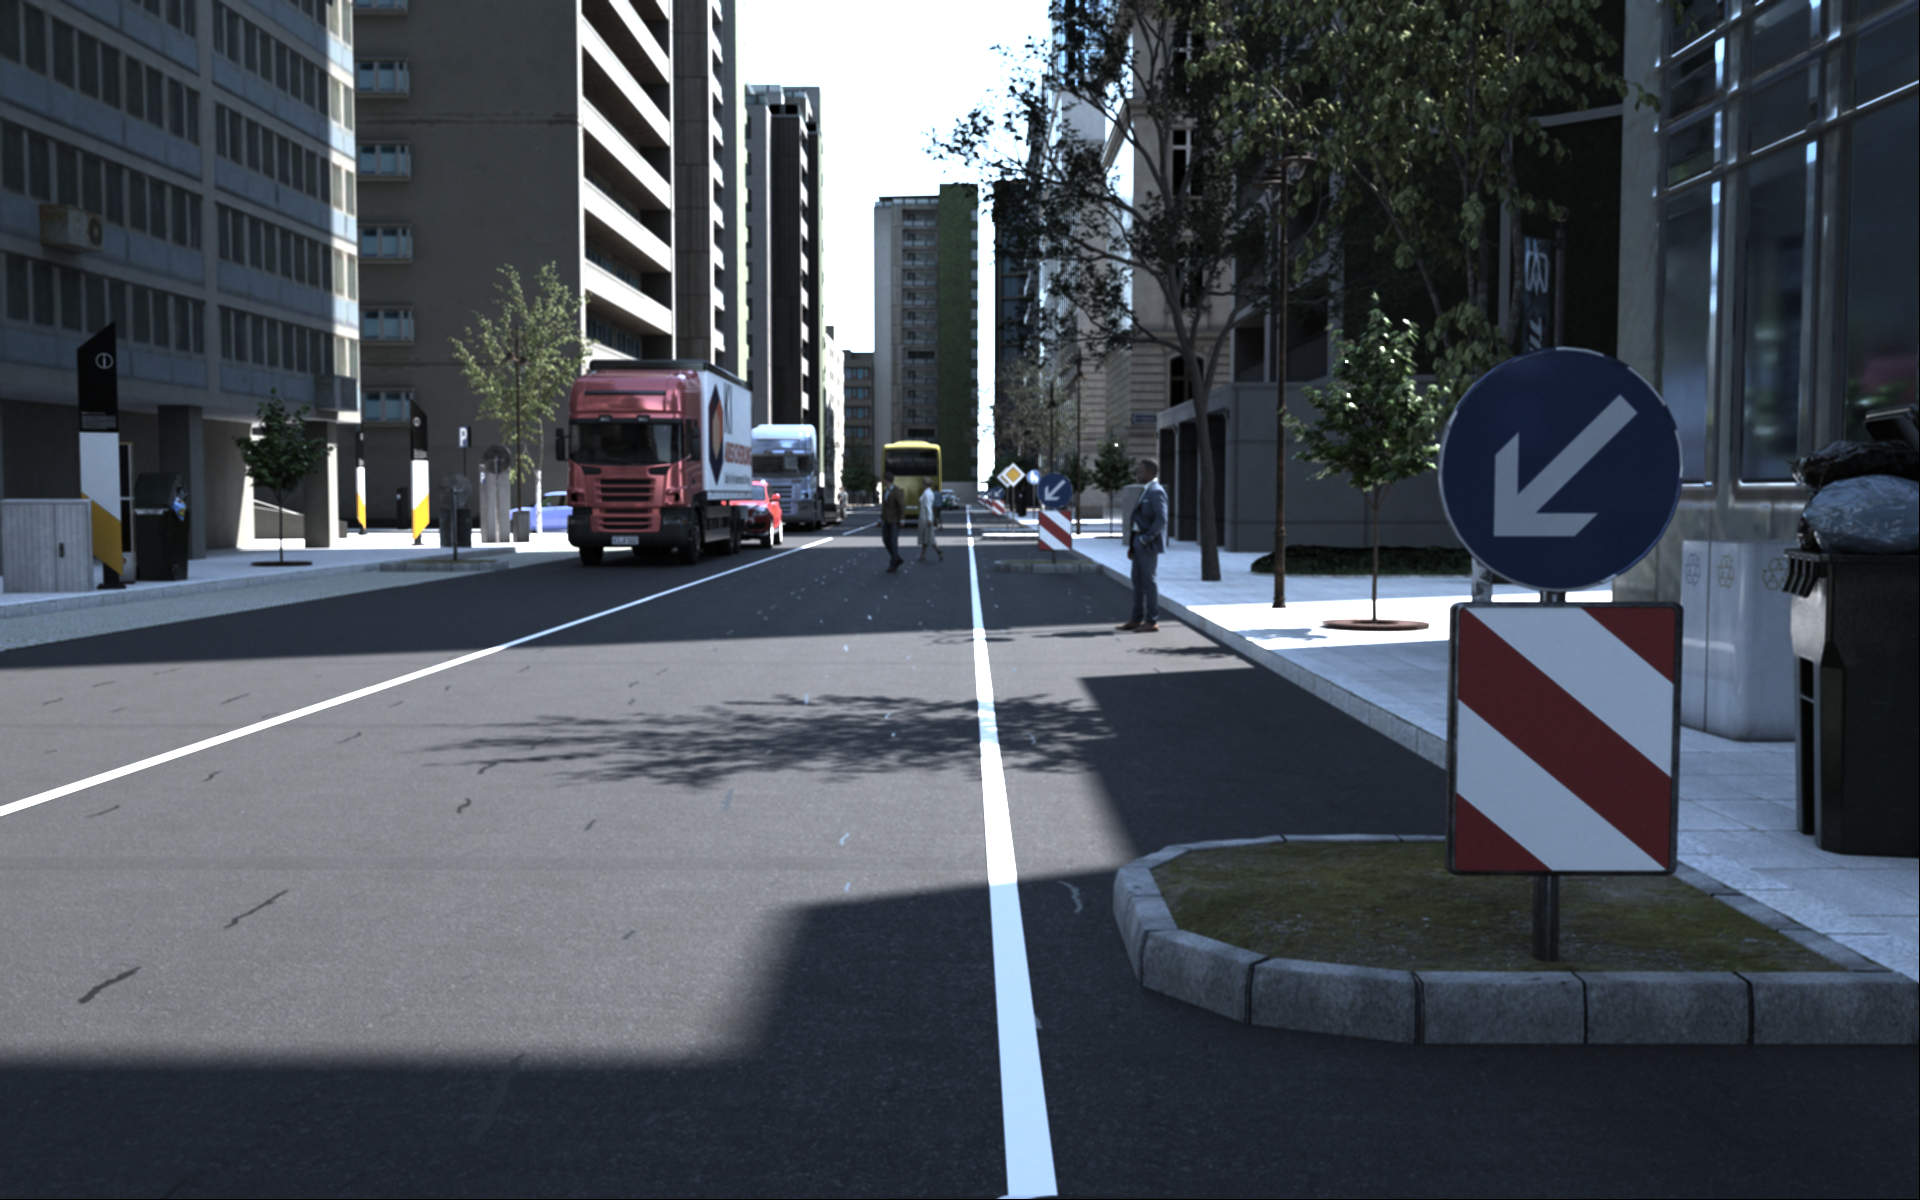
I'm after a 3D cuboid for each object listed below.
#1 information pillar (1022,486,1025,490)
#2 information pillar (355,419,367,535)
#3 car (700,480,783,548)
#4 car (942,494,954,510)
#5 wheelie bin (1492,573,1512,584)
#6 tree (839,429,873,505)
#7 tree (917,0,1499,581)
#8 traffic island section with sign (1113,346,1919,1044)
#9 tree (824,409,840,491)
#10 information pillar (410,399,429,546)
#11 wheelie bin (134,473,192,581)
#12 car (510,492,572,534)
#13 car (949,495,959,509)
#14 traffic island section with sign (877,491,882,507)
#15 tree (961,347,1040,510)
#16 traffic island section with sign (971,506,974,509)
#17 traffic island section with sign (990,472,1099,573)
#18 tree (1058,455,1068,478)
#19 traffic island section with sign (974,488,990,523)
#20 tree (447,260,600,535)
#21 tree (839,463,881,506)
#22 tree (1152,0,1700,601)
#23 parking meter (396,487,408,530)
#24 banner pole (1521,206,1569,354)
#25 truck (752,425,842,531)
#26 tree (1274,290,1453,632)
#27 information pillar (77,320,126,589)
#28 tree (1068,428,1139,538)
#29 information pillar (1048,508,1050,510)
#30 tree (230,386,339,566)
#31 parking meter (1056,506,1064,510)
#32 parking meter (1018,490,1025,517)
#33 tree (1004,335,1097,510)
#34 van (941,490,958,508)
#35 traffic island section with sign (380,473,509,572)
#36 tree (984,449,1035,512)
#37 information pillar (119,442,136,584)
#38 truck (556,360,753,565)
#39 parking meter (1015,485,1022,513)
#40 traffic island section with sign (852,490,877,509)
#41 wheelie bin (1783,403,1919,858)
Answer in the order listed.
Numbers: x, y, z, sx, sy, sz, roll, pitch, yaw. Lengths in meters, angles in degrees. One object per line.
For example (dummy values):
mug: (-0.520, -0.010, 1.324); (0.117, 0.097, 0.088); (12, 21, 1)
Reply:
information pillar: (4.828, -8.612, 132.159); (0.183, 3.616, 0.504); (1, 4, 16)
information pillar: (-18.633, -3.821, 53.820); (0.183, 3.616, 0.504); (0, 4, 0)
car: (-6.017, -2.372, 47.450); (2.281, 1.827, 5.304); (0, 4, -2)
car: (-1.579, -8.706, 154.145); (2.131, 1.459, 4.920); (0, 4, -1)
wheelie bin: (7.742, -1.040, 24.911); (0.693, 1.594, 0.980); (0, 4, 7)
tree: (-11.530, -14.935, 194.548); (4.737, 8.622, 4.395); (0, 3, 0)
tree: (3.705, -5.582, 25.673); (8.767, 10.594, 7.601); (0, 4, -6)
traffic island section with sign: (1.518, 0.194, 5.456); (1.989, 1.847, 2.006); (0, 4, 0)
tree: (-11.733, -11.687, 141.441); (4.360, 8.622, 3.978); (0, 3, 0)
information pillar: (-13.361, -3.145, 42.784); (0.183, 3.616, 0.504); (2, 4, 30)
wheelie bin: (-11.892, -1.090, 25.736); (0.980, 1.594, 0.693); (0, 4, 5)
car: (-13.760, -3.026, 59.060); (3.694, 1.707, 1.945); (0, 3, 0)
car: (-1.072, -9.450, 166.874); (2.083, 1.381, 4.827); (0, 4, -1)
traffic island section with sign: (-9.084, -11.178, 191.389); (1.989, 1.847, 2.006); (0, 4, 0)
tree: (5.118, -14.285, 143.928); (12.009, 13.543, 11.850); (0, 3, 0)
traffic island section with sign: (1.910, -6.540, 115.557); (1.989, 1.847, 2.006); (0, 4, 0)
traffic island section with sign: (1.627, -1.455, 32.411); (1.989, 1.847, 2.006); (0, 4, 0)
tree: (4.810, -4.781, 72.769); (1.663, 3.219, 1.824); (0, 3, 0)
traffic island section with sign: (1.817, -4.837, 87.719); (1.989, 1.847, 2.006); (0, 4, 0)
tree: (-13.412, -6.334, 53.931); (4.737, 8.622, 4.395); (0, 3, 0)
tree: (-11.371, -12.326, 185.237); (4.285, 4.588, 4.351); (0, 3, 0)
tree: (3.456, -3.774, 12.070); (4.737, 8.622, 4.395); (0, 3, 0)
parking meter: (-20.129, -3.308, 62.495); (0.372, 1.533, 0.369); (0, 3, 0)
banner pole: (5.062, -1.530, 15.030); (0.863, 3.779, 0.401); (-3, 5, -42)
truck: (-6.810, -5.106, 73.246); (2.967, 4.110, 18.799); (0, 4, 0)
tree: (3.849, -1.343, 16.567); (1.663, 3.219, 1.824); (0, 3, 0)
information pillar: (-11.557, -1.954, 23.295); (0.504, 3.616, 0.183); (-2, 4, -32)
tree: (4.309, -3.425, 50.607); (1.663, 3.219, 1.824); (0, 3, 0)
information pillar: (4.108, -4.406, 76.534); (0.304, 2.012, 0.304); (2, 4, 30)
tree: (-12.356, -2.240, 31.225); (1.663, 3.219, 1.824); (0, 3, 0)
parking meter: (3.981, -3.714, 69.127); (0.372, 1.533, 0.369); (0, 3, 0)
parking meter: (3.494, -5.512, 98.538); (0.372, 1.533, 0.369); (0, 3, 0)
tree: (4.134, -8.000, 81.165); (4.360, 8.622, 3.978); (0, 3, 0)
van: (-1.269, -10.493, 178.565); (2.013, 2.044, 4.112); (0, 4, 2)
traffic island section with sign: (-9.639, -1.471, 32.672); (1.989, 1.847, 2.006); (0, 4, 0)
tree: (3.856, -8.713, 126.165); (4.285, 4.588, 4.351); (0, 3, 0)
information pillar: (-11.940, -1.235, 24.680); (0.304, 2.012, 0.304); (-1, 4, -21)
truck: (-6.494, -3.031, 38.466); (2.839, 4.237, 11.283); (0, 3, 0)
parking meter: (3.958, -6.791, 116.741); (0.399, 1.863, 0.255); (-2, 4, -35)
traffic island section with sign: (-9.185, -9.529, 164.434); (1.989, 1.847, 2.006); (0, 4, 0)
wheelie bin: (3.381, 0.099, 6.293); (0.693, 1.594, 0.980); (1, 4, 14)
